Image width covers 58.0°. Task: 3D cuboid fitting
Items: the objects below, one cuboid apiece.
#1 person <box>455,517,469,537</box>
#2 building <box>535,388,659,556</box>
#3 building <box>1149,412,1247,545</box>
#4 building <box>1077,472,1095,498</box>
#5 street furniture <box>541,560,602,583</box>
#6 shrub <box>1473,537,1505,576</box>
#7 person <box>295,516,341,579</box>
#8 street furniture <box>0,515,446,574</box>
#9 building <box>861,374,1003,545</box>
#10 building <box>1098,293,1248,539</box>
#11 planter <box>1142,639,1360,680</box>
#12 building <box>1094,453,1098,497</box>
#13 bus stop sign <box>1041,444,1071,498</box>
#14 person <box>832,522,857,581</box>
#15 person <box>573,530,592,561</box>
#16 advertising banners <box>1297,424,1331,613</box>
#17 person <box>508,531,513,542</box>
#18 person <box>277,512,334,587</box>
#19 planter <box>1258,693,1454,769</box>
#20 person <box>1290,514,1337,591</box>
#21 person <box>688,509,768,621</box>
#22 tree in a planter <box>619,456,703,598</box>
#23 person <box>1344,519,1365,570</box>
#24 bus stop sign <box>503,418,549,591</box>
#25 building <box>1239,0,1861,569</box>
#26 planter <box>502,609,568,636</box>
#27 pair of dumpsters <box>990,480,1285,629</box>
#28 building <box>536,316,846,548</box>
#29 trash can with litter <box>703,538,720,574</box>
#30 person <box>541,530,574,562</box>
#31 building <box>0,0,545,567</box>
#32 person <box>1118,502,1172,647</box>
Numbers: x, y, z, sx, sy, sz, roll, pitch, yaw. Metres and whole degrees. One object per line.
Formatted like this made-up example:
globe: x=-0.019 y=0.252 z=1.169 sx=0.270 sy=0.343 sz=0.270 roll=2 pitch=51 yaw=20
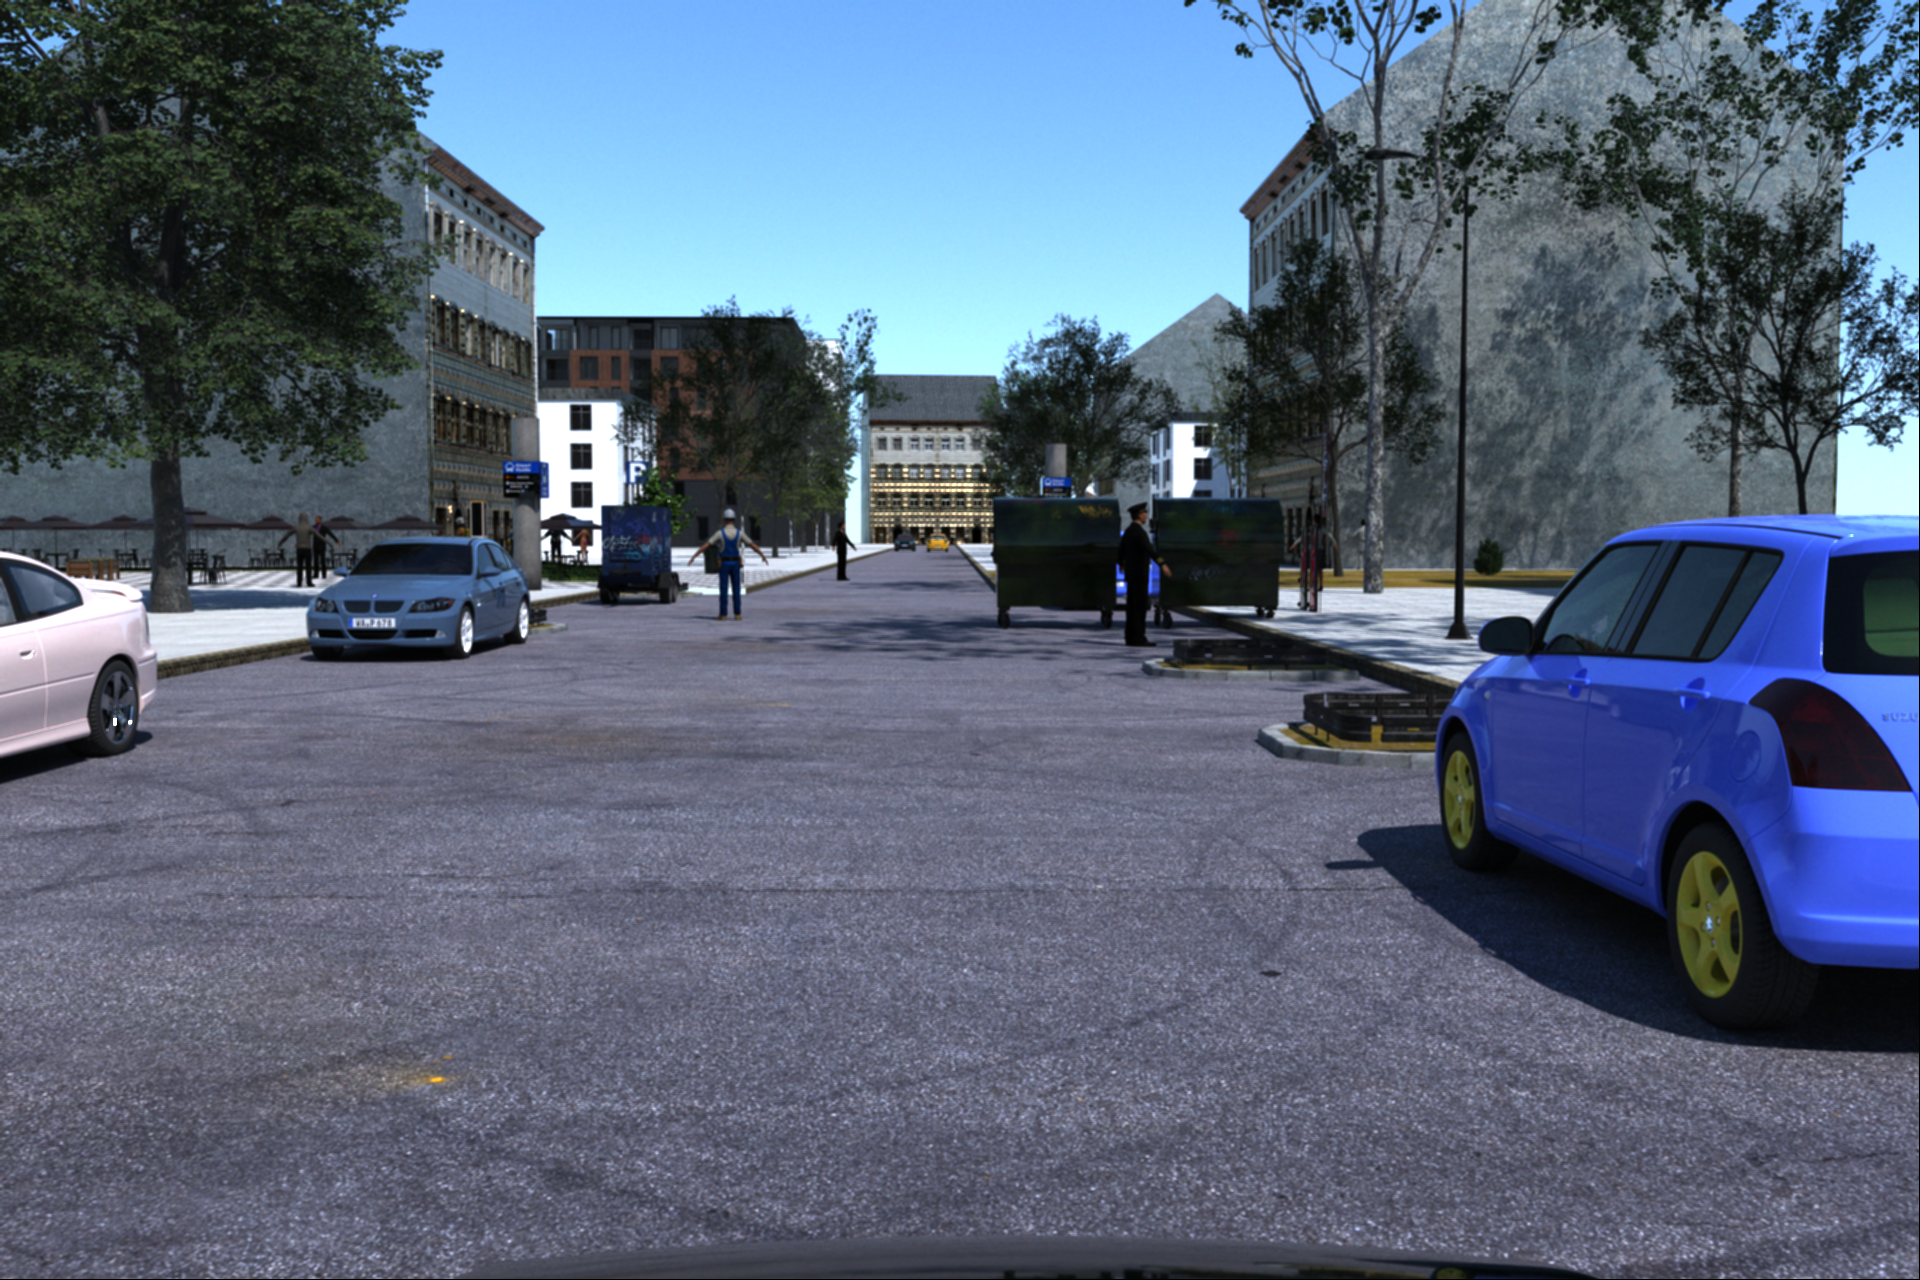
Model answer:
person: x=-17.054 y=-3.260 z=59.077 sx=0.705 sy=1.858 sz=1.354 roll=0 pitch=4 yaw=-2
building: x=-24.340 y=-10.506 z=113.921 sx=9.099 sy=9.664 sz=28.070 roll=0 pitch=4 yaw=-1
building: x=19.078 y=-10.832 z=119.257 sx=9.099 sy=9.664 sz=28.070 roll=0 pitch=4 yaw=0
building: x=19.919 y=-16.533 z=212.456 sx=9.099 sy=9.664 sz=28.070 roll=0 pitch=4 yaw=-1
street furniture: x=-12.613 y=-2.073 z=49.523 sx=5.734 sy=0.657 sz=10.072 roll=-2 pitch=4 yaw=-29
shrub: x=16.370 y=-2.599 z=53.614 sx=1.383 sy=1.207 sz=1.383 roll=0 pitch=3 yaw=0
person: x=-18.424 y=-2.663 z=49.763 sx=1.346 sy=1.802 sz=0.704 roll=0 pitch=4 yaw=4
street furniture: x=-32.742 y=-3.298 z=58.955 sx=27.439 sy=1.986 sz=14.083 roll=0 pitch=4 yaw=6
building: x=-4.044 y=-24.722 z=237.595 sx=18.063 sy=23.208 sz=19.493 roll=0 pitch=4 yaw=-7
building: x=23.363 y=-20.568 z=167.217 sx=19.493 sy=23.208 sz=18.063 roll=0 pitch=3 yaw=0
planter: x=2.920 y=0.196 z=17.941 sx=1.991 sy=0.319 sz=1.994 roll=0 pitch=4 yaw=0
building: x=20.006 y=-20.516 z=191.853 sx=16.016 sy=20.090 sz=11.380 roll=0 pitch=4 yaw=-1
bus stop sign: x=2.804 y=-3.774 z=50.723 sx=0.837 sy=3.901 sz=0.837 roll=0 pitch=4 yaw=-2
person: x=-3.614 y=-2.735 z=53.359 sx=0.705 sy=1.806 sz=1.347 roll=2 pitch=4 yaw=27
person: x=-16.942 y=-4.339 z=77.752 sx=0.721 sy=1.733 sz=1.217 roll=2 pitch=4 yaw=29
advertising banners: x=5.845 y=-1.982 z=28.588 sx=0.090 sy=3.025 sz=2.074 roll=0 pitch=4 yaw=-1
person: x=-18.738 y=-4.142 z=73.693 sx=0.705 sy=1.833 sz=1.349 roll=3 pitch=4 yaw=37
person: x=-15.909 y=-2.196 z=42.029 sx=1.348 sy=1.813 sz=0.705 roll=0 pitch=4 yaw=-3
planter: x=3.047 y=0.586 z=11.551 sx=1.991 sy=0.319 sz=1.994 roll=0 pitch=4 yaw=0
person: x=7.943 y=-1.958 z=38.837 sx=1.217 sy=1.735 sz=0.721 roll=-1 pitch=4 yaw=-21
person: x=-3.837 y=-1.253 z=28.803 sx=1.347 sy=1.847 sz=0.705 roll=-1 pitch=4 yaw=-19
tree in a planter: x=-6.943 y=-2.581 z=39.429 sx=1.991 sy=3.239 sz=1.994 roll=0 pitch=4 yaw=0
person: x=14.480 y=-3.425 z=62.192 sx=1.347 sy=1.806 sz=0.705 roll=0 pitch=4 yaw=-1
bus stop sign: x=-9.873 y=-3.085 z=39.458 sx=0.837 sy=3.901 sz=0.837 roll=0 pitch=3 yaw=0
building: x=22.746 y=-14.732 z=71.792 sx=19.493 sy=23.208 sz=18.063 roll=0 pitch=3 yaw=0
planter: x=-6.846 y=-0.259 z=25.372 sx=1.991 sy=0.319 sz=1.994 roll=0 pitch=4 yaw=0
pair of dumpsters: x=2.687 y=-1.327 z=26.652 sx=4.436 sy=2.255 sz=1.574 roll=0 pitch=4 yaw=0
building: x=-26.547 y=-20.507 z=179.262 sx=27.936 sy=21.610 sz=32.646 roll=0 pitch=4 yaw=-1
trash can with litter: x=-7.796 y=-2.735 z=56.104 sx=1.055 sy=1.170 sz=0.624 roll=0 pitch=4 yaw=0
person: x=-15.723 y=-3.770 z=67.414 sx=1.354 sy=1.856 sz=0.705 roll=-1 pitch=4 yaw=-12
building: x=-30.092 y=-15.014 z=76.402 sx=19.493 sy=23.208 sz=18.063 roll=0 pitch=4 yaw=-1
person: x=2.291 y=-0.838 z=22.096 sx=0.705 sy=1.837 sz=1.347 roll=-1 pitch=4 yaw=-21
